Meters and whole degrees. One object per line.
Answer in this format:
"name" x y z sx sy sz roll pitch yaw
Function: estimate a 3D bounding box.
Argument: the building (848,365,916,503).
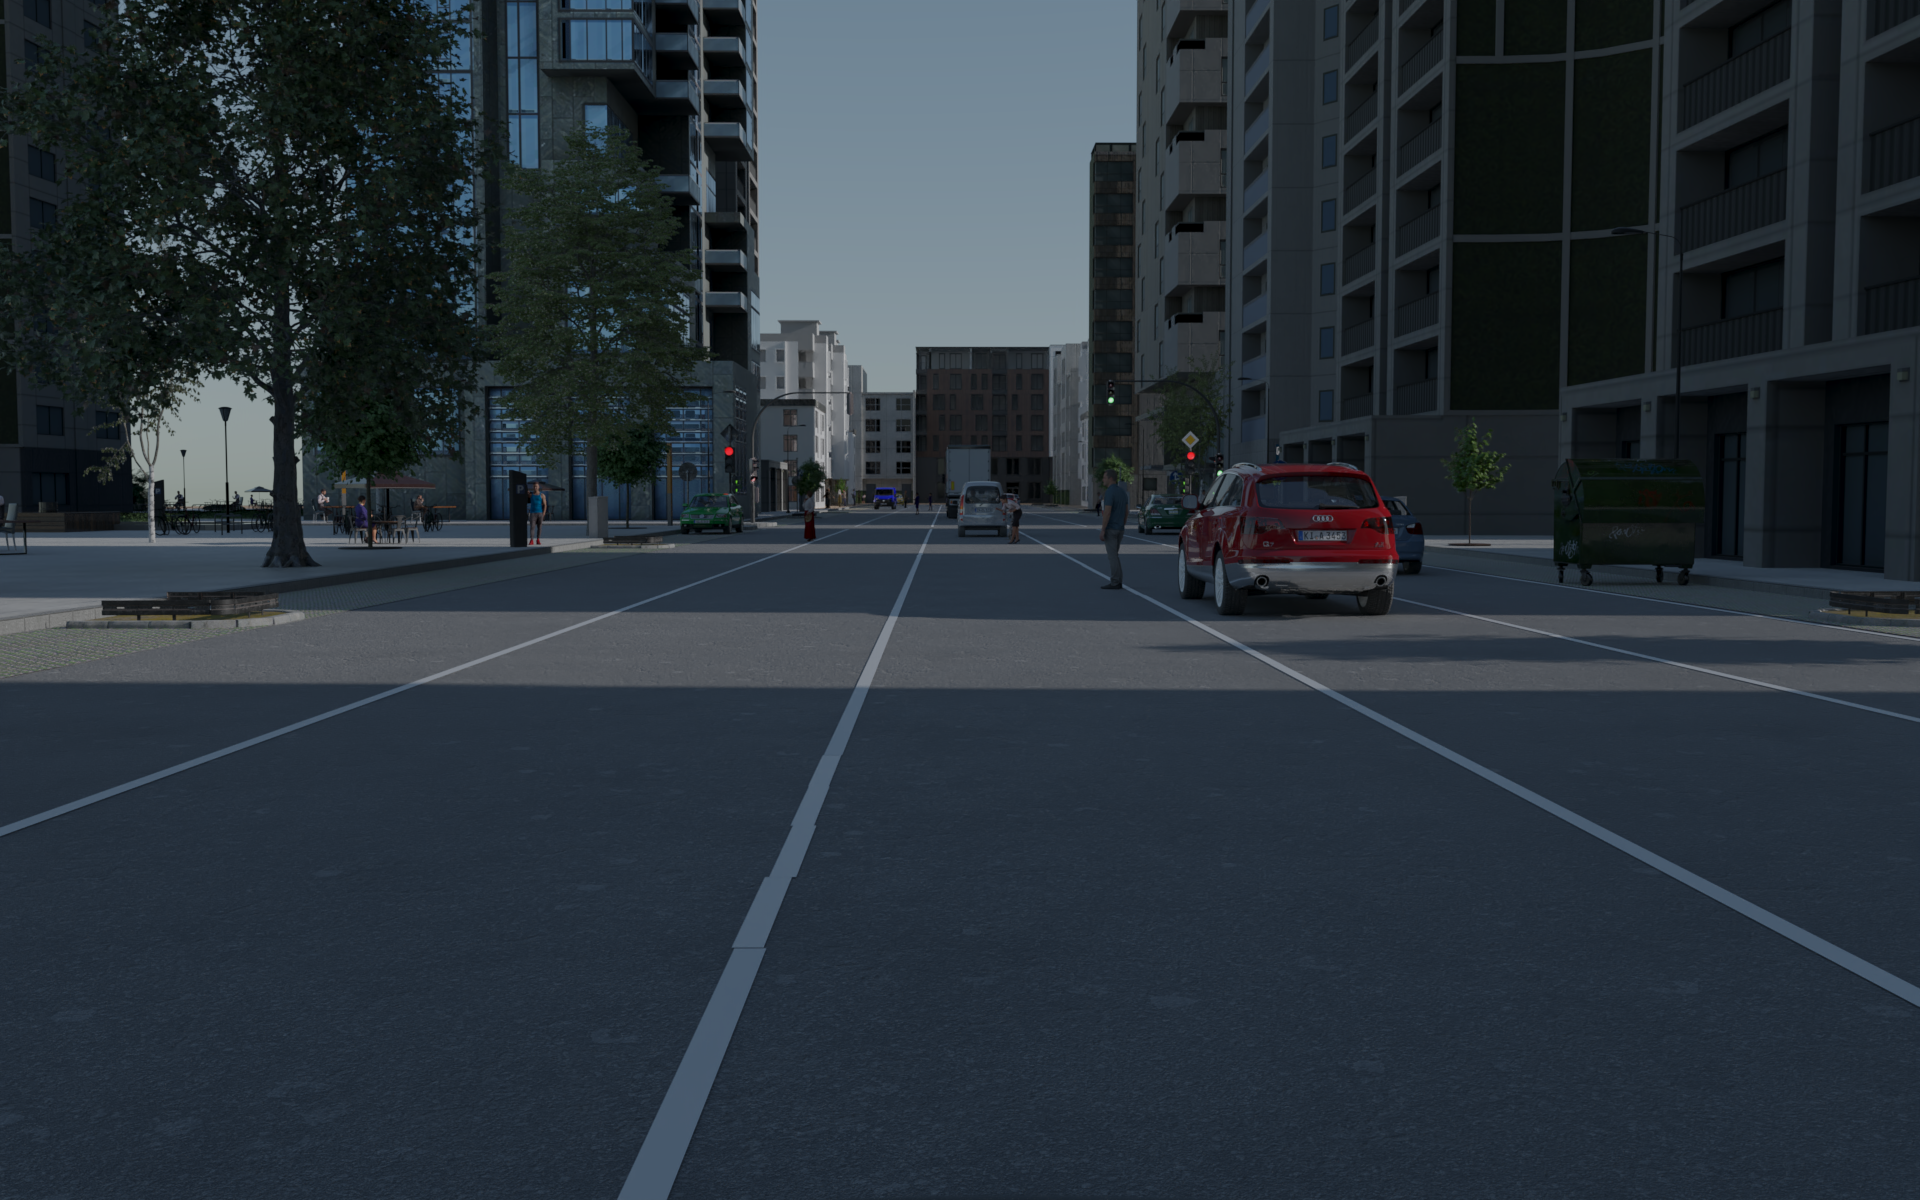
"building" -21.965 -23.196 245.714 31.486 18.905 16.747 0 4 0

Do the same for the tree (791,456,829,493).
"tree" -12.743 -10.098 148.808 4.285 4.588 4.351 0 3 0

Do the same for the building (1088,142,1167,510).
"building" 17.645 -22.849 145.279 14.160 30.474 14.107 0 4 0

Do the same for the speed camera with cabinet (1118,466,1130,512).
"speed camera with cabinet" 11.664 -7.875 123.089 0.660 3.252 2.038 0 4 -2

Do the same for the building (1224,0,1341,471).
"building" 28.921 -33.325 86.860 28.212 58.520 21.231 0 4 0

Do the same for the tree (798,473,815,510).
"tree" -12.371 -8.830 138.970 1.663 3.219 1.824 0 3 0

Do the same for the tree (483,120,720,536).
"tree" -11.024 -8.248 52.975 7.486 12.596 7.792 0 3 0

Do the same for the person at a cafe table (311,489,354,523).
"person at a cafe table" -28.284 -4.240 77.841 1.622 1.524 1.698 0 4 -5

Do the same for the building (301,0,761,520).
"building" -22.248 -47.966 96.918 22.319 86.520 31.000 0 4 0

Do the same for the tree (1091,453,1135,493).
"tree" 11.756 -9.210 134.304 4.285 4.588 4.351 0 3 0

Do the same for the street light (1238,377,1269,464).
"street light" 11.719 -5.895 68.930 1.470 5.913 1.316 0 4 0

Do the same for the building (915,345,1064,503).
"building" 10.063 -24.869 250.574 32.646 21.610 27.936 0 4 0

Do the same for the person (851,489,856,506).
"person" -11.832 -11.364 191.719 0.599 1.838 0.709 0 4 2

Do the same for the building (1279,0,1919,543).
"building" 22.908 -37.800 56.287 20.563 71.187 20.611 0 4 0

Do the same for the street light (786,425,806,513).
"street light" -10.969 -8.767 115.883 1.470 5.913 1.316 0 4 0

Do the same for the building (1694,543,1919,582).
"building" 24.098 -36.054 27.738 20.563 71.187 20.611 0 4 0

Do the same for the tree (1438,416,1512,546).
"tree" 12.620 -2.947 42.781 1.663 3.219 1.824 0 3 0

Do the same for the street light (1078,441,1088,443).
"street light" 11.030 -10.974 151.960 1.470 5.913 1.316 0 4 0

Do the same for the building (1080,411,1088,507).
"building" 17.429 -13.950 170.230 9.099 9.664 28.070 0 4 0

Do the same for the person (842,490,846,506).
"person" -12.297 -10.744 182.239 0.750 1.759 0.617 2 4 25

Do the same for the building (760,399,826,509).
"building" -17.437 -13.742 166.830 9.099 9.664 28.070 0 4 0

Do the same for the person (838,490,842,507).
"person" -11.993 -10.219 173.857 0.721 1.736 1.217 0 4 -2

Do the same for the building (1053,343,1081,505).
"building" 20.710 -21.119 211.752 16.747 18.905 31.486 0 4 0

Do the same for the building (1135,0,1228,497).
"building" 26.419 -32.109 114.219 28.713 52.752 27.495 0 4 0

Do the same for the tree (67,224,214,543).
"tree" -21.437 -5.830 45.684 4.360 8.622 3.978 0 3 0

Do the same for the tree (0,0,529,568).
"tree" -11.911 -6.920 30.147 9.611 12.733 9.660 0 3 0

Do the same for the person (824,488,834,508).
"person" -11.990 -9.290 158.071 1.348 1.807 0.705 3 5 43

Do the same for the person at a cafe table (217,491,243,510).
"person at a cafe table" -55.735 -7.591 132.622 1.698 1.524 1.622 3 4 36

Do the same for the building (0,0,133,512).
"building" -58.810 -39.833 89.514 20.611 71.187 20.563 0 4 0

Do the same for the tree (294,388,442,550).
"tree" -13.894 -3.475 40.534 4.285 4.588 4.351 0 3 0

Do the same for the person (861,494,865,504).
"person" -13.037 -13.603 234.091 0.799 1.438 0.628 2 4 31

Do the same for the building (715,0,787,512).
"building" -23.825 -42.377 131.117 20.563 71.187 20.611 0 4 0

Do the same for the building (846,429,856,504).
"building" -27.620 -17.198 223.339 28.070 9.664 9.099 0 4 0

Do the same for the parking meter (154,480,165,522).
"parking meter" -32.185 -3.906 69.580 0.399 1.863 0.255 0 4 -6

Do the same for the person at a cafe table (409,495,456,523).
"person at a cafe table" -24.024 -4.125 78.300 1.726 1.238 1.698 1 4 19

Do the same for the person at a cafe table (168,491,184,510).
"person at a cafe table" -56.464 -7.110 124.758 1.698 1.524 1.622 0 4 7

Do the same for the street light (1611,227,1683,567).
"street light" 12.025 -3.534 30.316 1.470 5.913 1.316 0 4 0

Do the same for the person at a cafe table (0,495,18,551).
"person at a cafe table" -21.970 -1.846 38.691 1.698 1.524 1.622 3 4 39

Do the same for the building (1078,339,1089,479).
"building" 21.123 -20.380 189.628 16.016 20.091 11.380 0 4 0

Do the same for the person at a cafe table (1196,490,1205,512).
"person at a cafe table" 13.440 -5.228 94.000 1.698 1.524 1.622 -3 4 -38

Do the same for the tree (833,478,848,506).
"tree" -12.537 -11.610 184.421 1.663 3.219 1.824 0 3 0

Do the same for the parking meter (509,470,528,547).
"parking meter" -10.653 -2.208 41.813 0.399 1.863 0.255 -3 5 -41

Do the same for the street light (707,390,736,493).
"street light" -10.727 -6.425 77.592 1.470 5.913 1.316 0 4 0

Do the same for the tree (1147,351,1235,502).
"tree" 12.230 -8.440 88.359 4.737 8.622 4.395 0 3 0

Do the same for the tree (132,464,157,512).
"tree" -65.710 -13.449 121.705 13.155 14.587 18.604 0 4 4

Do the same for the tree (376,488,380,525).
"tree" -21.805 -6.947 63.951 4.737 8.622 4.395 0 3 0

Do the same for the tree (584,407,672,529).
"tree" -12.358 -4.928 64.284 4.285 4.588 4.351 0 3 0

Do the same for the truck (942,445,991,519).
"truck" 0.394 -7.076 104.604 2.839 4.237 11.283 0 4 -1

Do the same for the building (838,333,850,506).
"building" -20.802 -20.907 198.251 16.016 20.091 11.380 0 4 0

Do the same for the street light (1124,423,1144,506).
"street light" 11.422 -8.597 113.097 1.470 5.913 1.316 0 4 0

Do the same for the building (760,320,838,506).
"building" -21.835 -20.168 186.165 16.016 20.091 11.380 0 4 0

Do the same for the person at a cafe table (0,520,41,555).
"person at a cafe table" -20.664 -1.561 36.387 1.698 1.238 1.726 2 4 26
